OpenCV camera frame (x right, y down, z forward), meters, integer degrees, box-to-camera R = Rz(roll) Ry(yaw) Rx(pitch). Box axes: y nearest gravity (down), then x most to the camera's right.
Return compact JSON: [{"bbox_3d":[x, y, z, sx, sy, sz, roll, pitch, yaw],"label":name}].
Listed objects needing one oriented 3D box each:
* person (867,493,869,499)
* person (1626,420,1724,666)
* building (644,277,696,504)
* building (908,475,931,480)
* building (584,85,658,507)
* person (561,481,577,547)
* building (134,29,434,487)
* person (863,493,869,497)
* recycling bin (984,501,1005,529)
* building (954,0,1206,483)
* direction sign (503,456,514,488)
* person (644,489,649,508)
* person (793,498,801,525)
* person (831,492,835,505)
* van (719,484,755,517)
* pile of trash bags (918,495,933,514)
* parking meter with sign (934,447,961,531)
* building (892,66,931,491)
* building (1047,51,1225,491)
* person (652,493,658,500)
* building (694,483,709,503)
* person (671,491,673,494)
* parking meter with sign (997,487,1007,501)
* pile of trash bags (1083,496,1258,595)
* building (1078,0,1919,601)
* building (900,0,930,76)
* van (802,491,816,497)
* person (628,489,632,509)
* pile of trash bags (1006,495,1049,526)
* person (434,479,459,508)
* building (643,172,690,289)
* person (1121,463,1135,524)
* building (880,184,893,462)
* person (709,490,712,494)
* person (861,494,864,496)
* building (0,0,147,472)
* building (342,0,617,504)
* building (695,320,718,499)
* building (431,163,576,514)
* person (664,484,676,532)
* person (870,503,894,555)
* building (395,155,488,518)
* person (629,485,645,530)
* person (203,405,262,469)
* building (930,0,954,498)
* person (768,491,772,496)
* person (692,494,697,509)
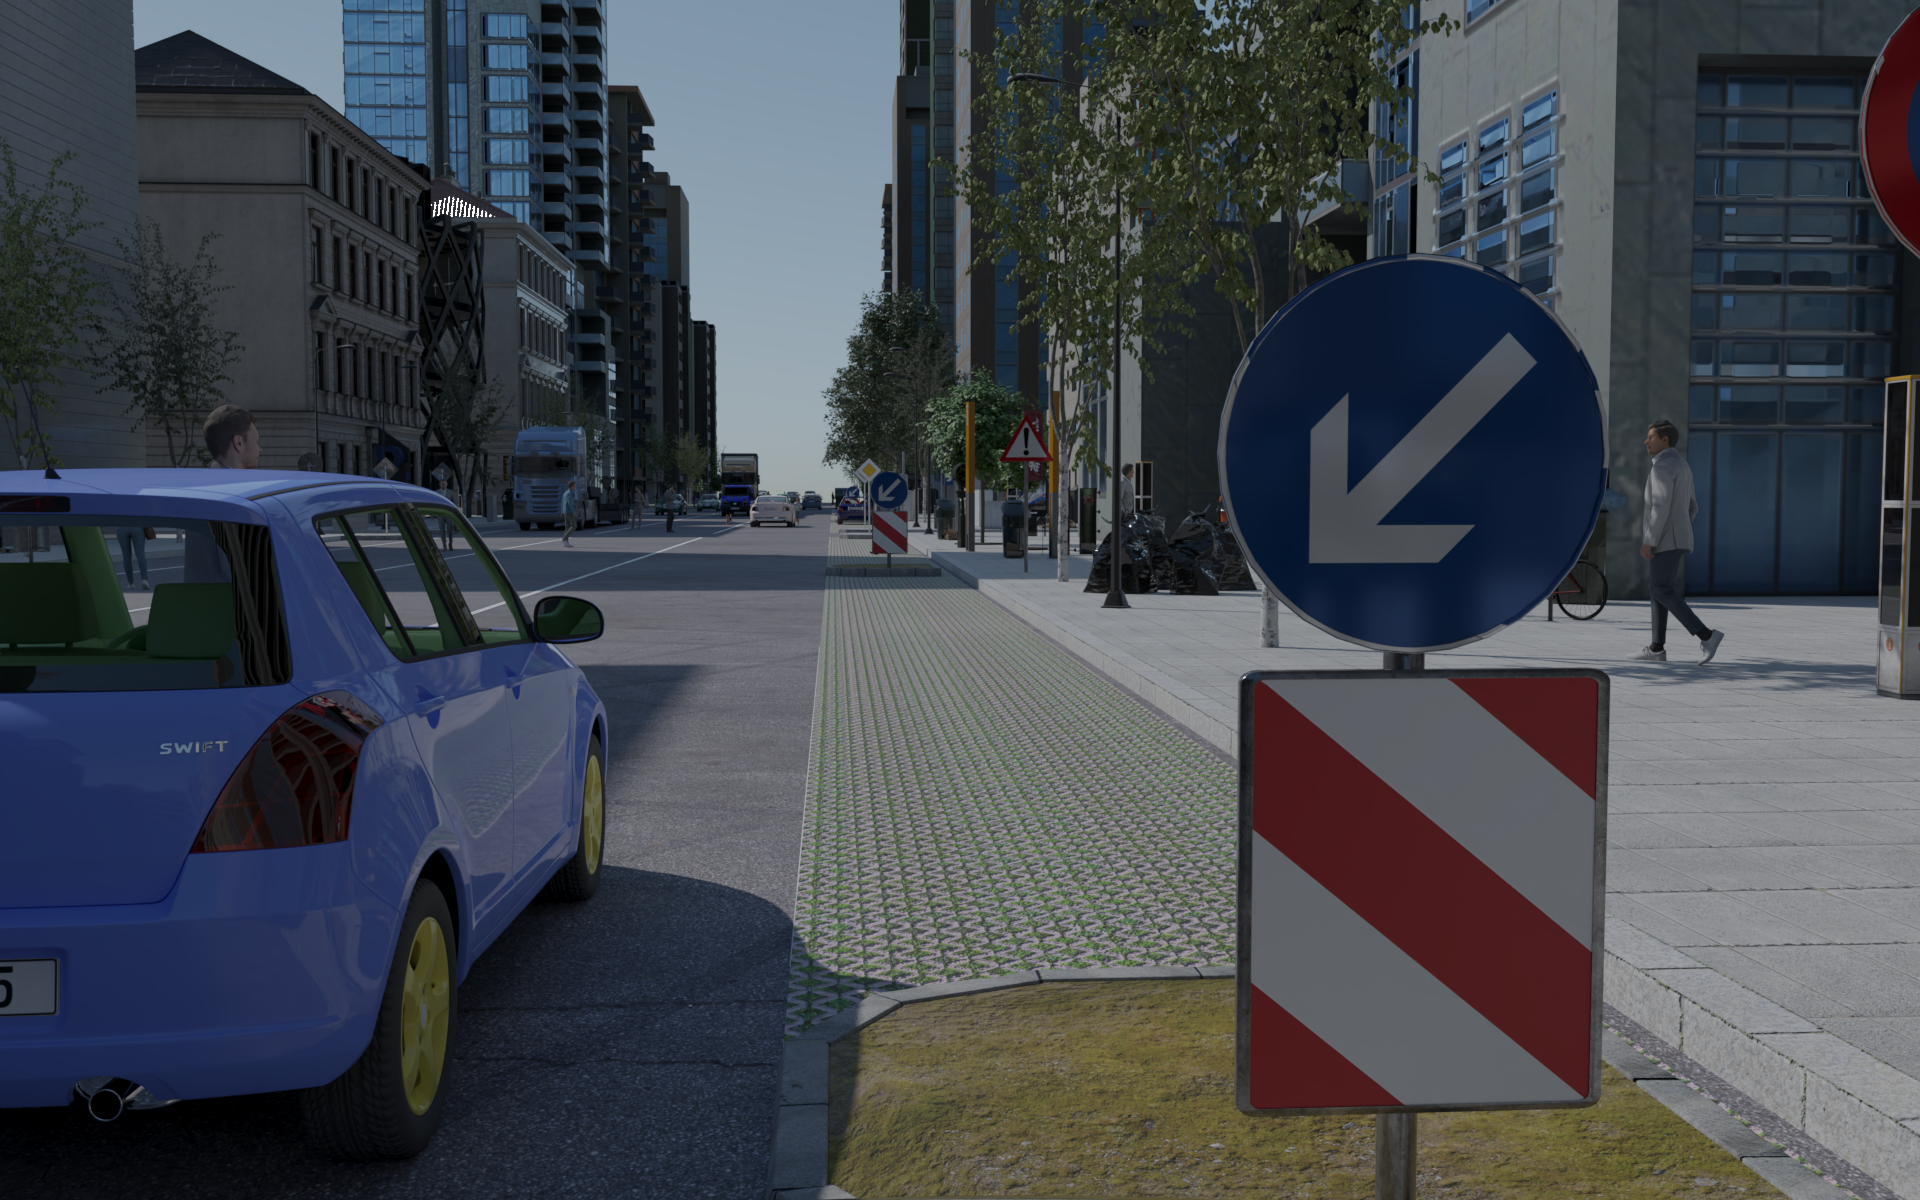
[{"bbox_3d":[-13.169,-14.731,247.825,0.756,1.711,0.436,-3,4,-37],"label":"person"},{"bbox_3d":[5.440,-0.442,13.123,0.795,1.843,0.661,3,5,42],"label":"person"},{"bbox_3d":[-43.291,-28.037,230.113,14.160,30.474,14.107,0,4,-4],"label":"building"},{"bbox_3d":[10.571,-28.924,164.792,32.217,40.220,23.993,0,4,-4],"label":"building"},{"bbox_3d":[-43.796,-32.263,182.117,22.147,44.769,28.867,0,4,-4],"label":"building"},{"bbox_3d":[-10.531,-2.305,46.533,0.444,1.785,0.601,-1,4,-22],"label":"person"},{"bbox_3d":[-30.149,-12.843,74.612,10.561,19.102,19.286,0,4,-4],"label":"building"},{"bbox_3d":[-12.091,-13.265,223.709,1.217,1.735,0.721,-2,4,-29],"label":"person"},{"bbox_3d":[1.308,-3.139,63.883,0.722,1.027,0.722,2,4,24],"label":"recycling bin"},{"bbox_3d":[6.984,-28.105,109.622,14.600,45.320,14.200,0,4,-4],"label":"building"},{"bbox_3d":[-26.584,-6.757,102.471,0.876,3.537,0.379,0,4,6],"label":"direction sign"},{"bbox_3d":[-29.751,-9.657,164.601,0.551,1.740,0.621,3,5,43],"label":"person"},{"bbox_3d":[-7.571,-4.112,80.418,0.332,1.250,0.352,1,4,23],"label":"person"},{"bbox_3d":[-16.927,-13.586,231.182,0.434,1.755,0.990,1,4,19],"label":"person"},{"bbox_3d":[-14.379,-6.601,112.309,2.240,2.365,5.245,0,4,-3],"label":"van"},{"bbox_3d":[-2.834,-6.334,113.317,1.912,1.369,3.447,0,4,-5],"label":"pile of trash bags"},{"bbox_3d":[-0.426,-4.161,64.289,0.543,3.016,1.738,2,4,24],"label":"parking meter with sign"},{"bbox_3d":[0.011,-32.591,182.981,14.600,45.320,14.200,0,4,-4],"label":"building"},{"bbox_3d":[20.208,-14.531,82.622,28.899,21.520,27.650,0,4,-4],"label":"building"},{"bbox_3d":[-31.497,-10.439,179.973,1.065,1.426,0.557,-2,4,-31],"label":"person"},{"bbox_3d":[-54.820,-34.927,262.930,32.217,40.220,23.993,0,4,-4],"label":"building"},{"bbox_3d":[-30.940,-10.996,185.829,1.348,1.824,0.705,1,4,16],"label":"person"},{"bbox_3d":[2.235,-5.603,87.871,1.738,3.016,0.543,-1,4,-10],"label":"parking meter with sign"},{"bbox_3d":[3.158,-0.837,23.431,1.912,1.369,3.447,2,4,32],"label":"pile of trash bags"},{"bbox_3d":[15.772,-44.137,34.315,22.319,86.520,31.000,0,4,-4],"label":"building"},{"bbox_3d":[1.443,-46.625,200.575,20.563,71.187,20.611,0,4,-4],"label":"building"},{"bbox_3d":[-18.494,-12.643,213.725,2.013,2.044,4.112,0,4,-5],"label":"van"},{"bbox_3d":[-28.172,-8.645,148.107,0.721,1.735,1.217,-1,4,-19],"label":"person"},{"bbox_3d":[2.976,-3.701,70.271,1.912,1.369,3.447,3,4,36],"label":"pile of trash bags"},{"bbox_3d":[-12.885,-2.126,43.385,0.709,1.813,0.853,-1,4,-20],"label":"person"},{"bbox_3d":[-45.522,-36.320,243.943,14.600,45.320,14.200,0,4,-4],"label":"building"},{"bbox_3d":[2.917,-1.567,31.518,0.795,1.843,0.661,1,4,20],"label":"person"},{"bbox_3d":[0.233,-35.819,240.267,22.147,44.769,28.867,0,4,-4],"label":"building"},{"bbox_3d":[-25.492,-10.331,177.353,1.348,1.831,0.705,3,4,37],"label":"person"},{"bbox_3d":[-14.949,-16.155,270.189,1.348,1.823,0.705,-2,4,-27],"label":"person"},{"bbox_3d":[-38.244,-16.287,43.780,29.804,29.767,11.434,0,4,-4],"label":"building"},{"bbox_3d":[-41.554,-51.248,150.569,22.319,86.520,31.000,0,4,-4],"label":"building"},{"bbox_3d":[-47.241,-31.263,282.843,14.160,30.474,14.107,0,4,-4],"label":"building"},{"bbox_3d":[-33.464,-17.234,117.934,11.583,22.565,21.152,0,4,-4],"label":"building"},{"bbox_3d":[-10.841,-3.436,64.865,0.473,1.802,0.592,0,4,-3],"label":"person"},{"bbox_3d":[-1.808,-1.959,40.808,0.678,1.792,0.850,2,4,30],"label":"person"},{"bbox_3d":[-34.279,-13.757,92.385,16.820,18.784,16.811,0,4,-4],"label":"building"},{"bbox_3d":[-12.913,-3.691,69.197,0.599,1.781,0.374,2,4,31],"label":"person"},{"bbox_3d":[-2.991,0.083,7.336,0.583,1.804,0.606,-3,5,-40],"label":"person"},{"bbox_3d":[4.659,-27.409,131.738,14.154,41.232,14.086,0,4,-4],"label":"building"},{"bbox_3d":[-20.303,-10.666,183.601,1.217,1.736,0.721,0,4,3],"label":"person"},{"bbox_3d":[-25.573,-9.455,166.317,0.991,1.433,0.599,3,4,37],"label":"person"}]
